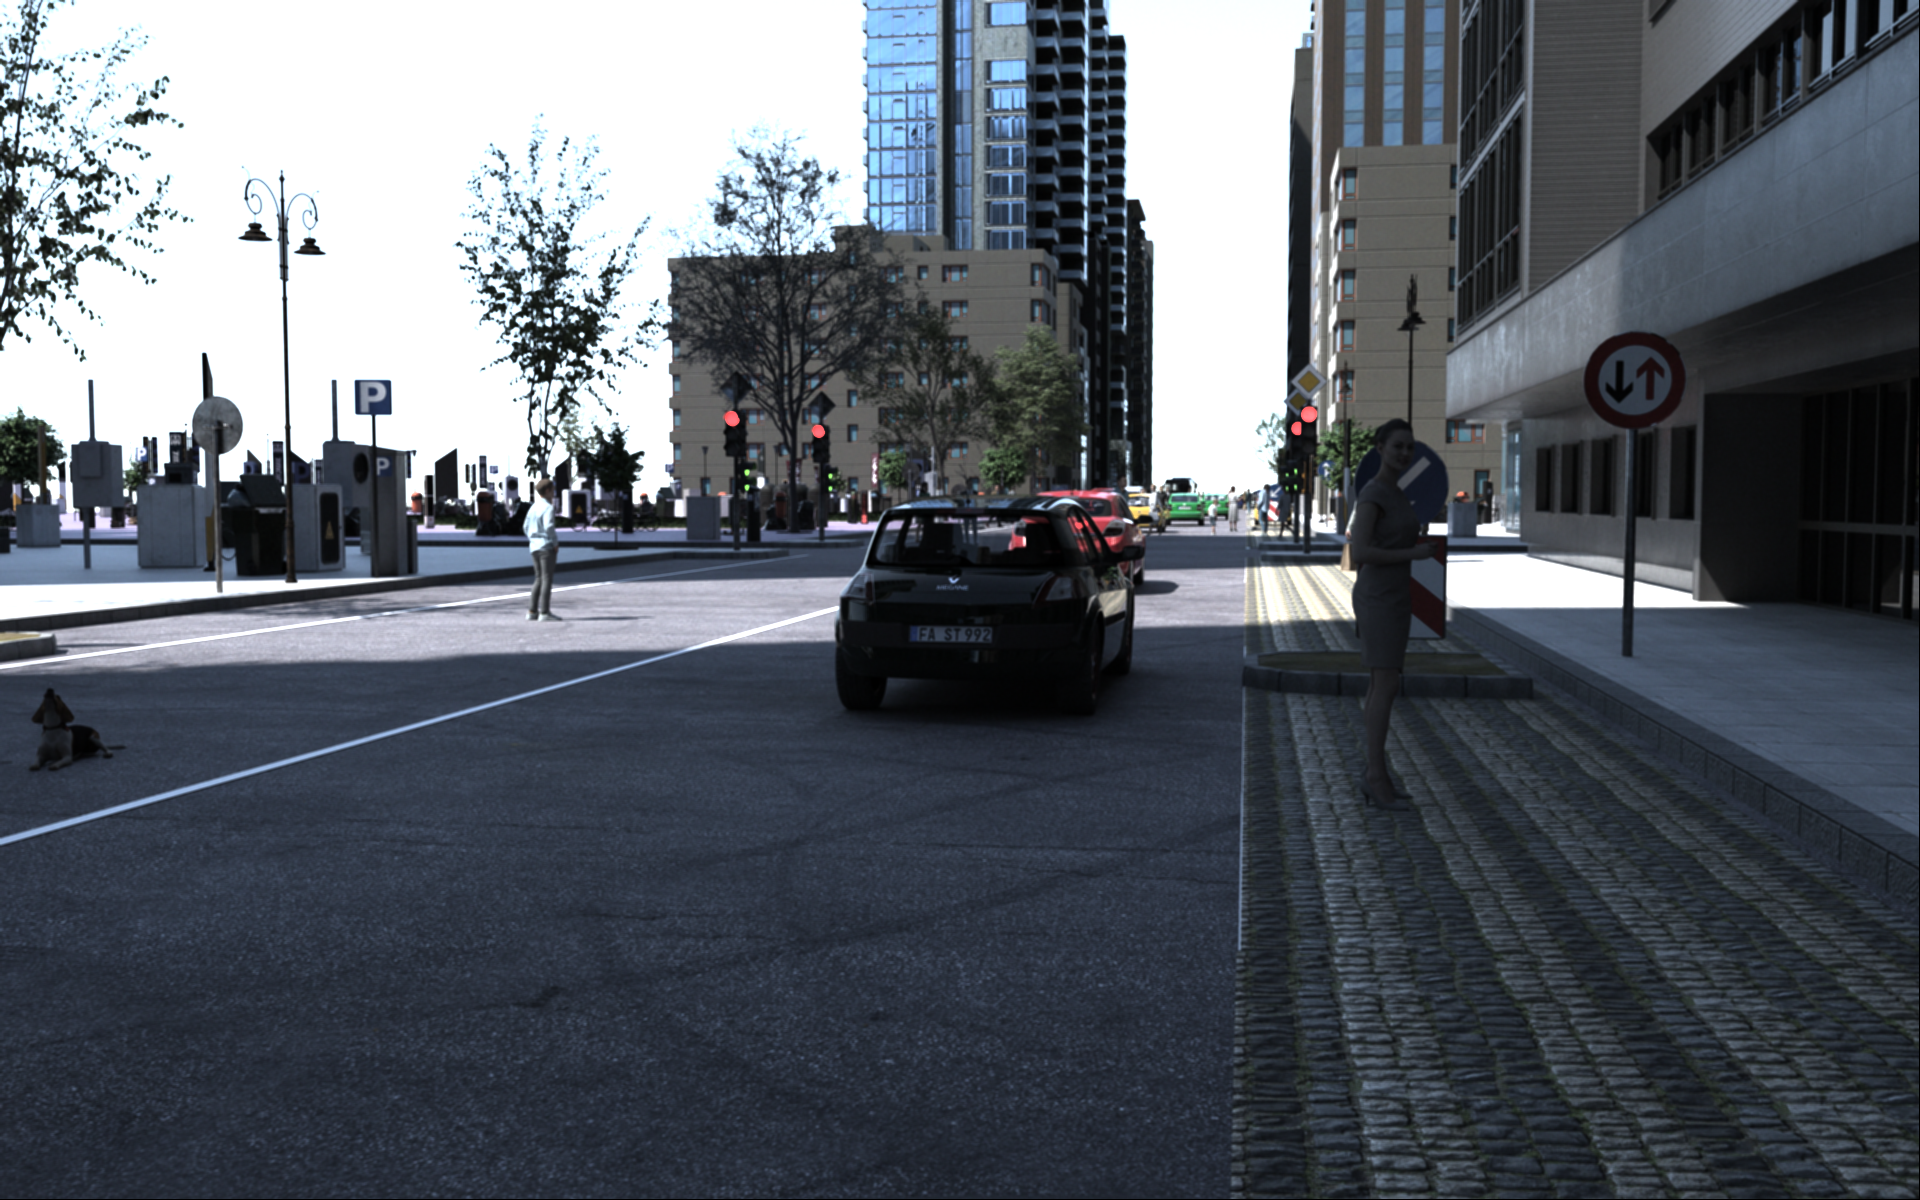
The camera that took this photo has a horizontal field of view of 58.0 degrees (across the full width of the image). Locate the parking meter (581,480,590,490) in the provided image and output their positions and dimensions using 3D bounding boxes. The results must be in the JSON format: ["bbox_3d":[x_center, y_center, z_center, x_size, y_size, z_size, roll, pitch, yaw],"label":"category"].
[{"bbox_3d":[-15.591,-4.059,72.073,0.399,1.863,0.255,-1,4,-14],"label":"parking meter"}]

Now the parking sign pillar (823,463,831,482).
[{"bbox_3d":[-8.625,-7.516,111.365,1.447,3.967,1.447,1,4,9],"label":"parking sign pillar"}]

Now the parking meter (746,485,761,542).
[{"bbox_3d":[-5.565,-2.340,46.665,0.372,1.533,0.369,0,3,0],"label":"parking meter"}]

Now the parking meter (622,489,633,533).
[{"bbox_3d":[-10.921,-2.964,56.869,0.372,1.533,0.369,0,3,0],"label":"parking meter"}]

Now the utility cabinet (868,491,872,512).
[{"bbox_3d":[-6.007,-6.583,116.317,0.318,1.500,1.173,-2,4,-27],"label":"utility cabinet"}]

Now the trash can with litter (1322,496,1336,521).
[{"bbox_3d":[18.251,-4.431,83.508,1.678,1.210,2.233,3,5,40],"label":"trash can with litter"}]

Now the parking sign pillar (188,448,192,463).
[{"bbox_3d":[-42.480,-6.503,94.792,1.447,3.967,1.447,-3,5,-40],"label":"parking sign pillar"}]

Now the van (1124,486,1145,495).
[{"bbox_3d":[9.140,-5.278,93.302,2.013,2.044,4.112,1,4,11],"label":"van"}]

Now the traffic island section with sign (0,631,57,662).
[{"bbox_3d":[-9.147,-0.398,15.127,1.989,1.847,2.006,1,4,9],"label":"traffic island section with sign"}]

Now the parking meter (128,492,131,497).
[{"bbox_3d":[-59.026,-7.190,123.269,0.255,1.863,0.399,-1,4,-17],"label":"parking meter"}]

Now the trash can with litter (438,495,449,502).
[{"bbox_3d":[-25.679,-4.671,87.422,2.233,1.210,1.678,-1,4,-11],"label":"trash can with litter"}]

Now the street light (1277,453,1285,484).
[{"bbox_3d":[30.584,-11.704,164.143,0.468,5.910,1.993,1,4,9],"label":"street light"}]

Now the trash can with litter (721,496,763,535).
[{"bbox_3d":[-7.110,-2.680,54.867,1.678,1.210,2.233,-1,4,-8],"label":"trash can with litter"}]

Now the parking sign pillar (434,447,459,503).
[{"bbox_3d":[-29.189,-6.727,98.460,1.447,3.967,1.447,-1,4,-13],"label":"parking sign pillar"}]

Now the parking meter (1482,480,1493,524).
[{"bbox_3d":[22.697,-4.208,74.515,0.399,1.863,0.255,-1,4,-21],"label":"parking meter"}]

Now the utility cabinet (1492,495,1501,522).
[{"bbox_3d":[25.031,-4.247,80.599,1.020,1.237,0.306,-3,5,-40],"label":"utility cabinet"}]

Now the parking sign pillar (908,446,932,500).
[{"bbox_3d":[-2.214,-6.582,96.093,1.447,3.967,1.447,1,4,15],"label":"parking sign pillar"}]

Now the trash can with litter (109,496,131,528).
[{"bbox_3d":[-31.954,-3.328,65.795,0.624,1.170,1.055,-1,4,-18],"label":"trash can with litter"}]

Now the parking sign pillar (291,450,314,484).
[{"bbox_3d":[-39.806,-7.104,104.618,1.447,3.967,1.447,3,4,38],"label":"parking sign pillar"}]

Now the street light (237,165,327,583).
[{"bbox_3d":[-9.649,-3.182,24.816,0.468,5.910,1.993,1,4,9],"label":"street light"}]

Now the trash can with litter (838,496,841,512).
[{"bbox_3d":[-6.149,-4.909,91.316,1.678,1.210,2.233,3,5,40],"label":"trash can with litter"}]

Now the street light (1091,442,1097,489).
[{"bbox_3d":[11.857,-11.087,154.055,0.468,5.910,1.993,1,4,9],"label":"street light"}]

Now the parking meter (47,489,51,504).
[{"bbox_3d":[-42.537,-4.420,80.681,0.372,1.533,0.369,0,3,0],"label":"parking meter"}]

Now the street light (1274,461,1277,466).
[{"bbox_3d":[35.542,-13.528,193.973,0.468,5.910,1.993,1,4,9],"label":"street light"}]

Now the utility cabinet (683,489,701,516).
[{"bbox_3d":[-11.162,-3.881,72.137,0.318,1.500,1.173,1,4,15],"label":"utility cabinet"}]

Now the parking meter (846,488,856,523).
[{"bbox_3d":[-4.788,-4.163,76.471,0.372,1.533,0.369,0,3,0],"label":"parking meter"}]

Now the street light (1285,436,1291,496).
[{"bbox_3d":[25.795,-9.932,135.170,0.468,5.910,1.993,1,4,9],"label":"street light"}]

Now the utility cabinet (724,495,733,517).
[{"bbox_3d":[-12.441,-5.052,93.761,1.020,1.237,0.306,0,4,-7],"label":"utility cabinet"}]

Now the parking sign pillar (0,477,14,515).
[{"bbox_3d":[-45.962,-5.778,82.950,1.447,3.967,1.447,0,4,6],"label":"parking sign pillar"}]

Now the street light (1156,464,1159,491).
[{"bbox_3d":[30.012,-17.769,263.305,0.468,5.910,1.993,1,4,9],"label":"street light"}]

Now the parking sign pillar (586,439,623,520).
[{"bbox_3d":[-16.247,-5.627,80.465,1.447,3.967,1.447,2,4,30],"label":"parking sign pillar"}]

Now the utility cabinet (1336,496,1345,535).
[{"bbox_3d":[12.123,-2.687,55.093,0.306,1.237,1.020,1,4,9],"label":"utility cabinet"}]

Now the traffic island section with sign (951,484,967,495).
[{"bbox_3d":[-0.049,-3.752,69.971,1.989,1.847,2.006,1,4,9],"label":"traffic island section with sign"}]

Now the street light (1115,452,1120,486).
[{"bbox_3d":[16.697,-12.879,183.351,0.468,5.910,1.993,1,4,9],"label":"street light"}]

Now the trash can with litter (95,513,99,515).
[{"bbox_3d":[-52.524,-5.717,104.525,1.678,1.210,2.233,-3,5,-39],"label":"trash can with litter"}]

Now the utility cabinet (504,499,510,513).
[{"bbox_3d":[-29.500,-6.368,112.798,0.318,1.500,1.173,-1,4,-18],"label":"utility cabinet"}]

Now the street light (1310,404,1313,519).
[{"bbox_3d":[18.138,-7.130,89.364,0.468,5.910,1.993,1,4,9],"label":"street light"}]

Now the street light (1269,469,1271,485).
[{"bbox_3d":[39.461,-14.975,217.632,0.468,5.910,1.993,1,4,9],"label":"street light"}]

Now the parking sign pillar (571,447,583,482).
[{"bbox_3d":[-21.211,-6.811,99.830,1.447,3.967,1.447,3,5,41],"label":"parking sign pillar"}]

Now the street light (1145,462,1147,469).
[{"bbox_3d":[25.158,-15.997,234.342,0.468,5.910,1.993,1,4,9],"label":"street light"}]

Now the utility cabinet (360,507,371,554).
[{"bbox_3d":[-12.336,-1.703,36.524,0.318,1.500,1.173,-3,4,-36],"label":"utility cabinet"}]

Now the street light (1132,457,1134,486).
[{"bbox_3d":[20.467,-14.224,205.352,0.468,5.910,1.993,1,4,9],"label":"street light"}]

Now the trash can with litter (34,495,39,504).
[{"bbox_3d":[-59.386,-6.022,109.517,2.233,1.210,1.678,1,4,9],"label":"trash can with litter"}]

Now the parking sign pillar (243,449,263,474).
[{"bbox_3d":[-41.844,-6.975,102.506,1.447,3.967,1.447,2,4,33],"label":"parking sign pillar"}]

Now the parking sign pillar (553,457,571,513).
[{"bbox_3d":[-27.424,-8.013,119.483,1.447,3.967,1.447,-3,5,-45],"label":"parking sign pillar"}]

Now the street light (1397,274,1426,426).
[{"bbox_3d":[9.508,-3.903,36.597,0.468,5.910,1.993,1,4,9],"label":"street light"}]

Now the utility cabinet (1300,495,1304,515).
[{"bbox_3d":[20.960,-5.802,106.028,1.020,1.237,0.306,1,4,14],"label":"utility cabinet"}]

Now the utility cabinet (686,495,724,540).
[{"bbox_3d":[-7.168,-2.279,48.421,1.020,1.237,0.306,2,4,32],"label":"utility cabinet"}]

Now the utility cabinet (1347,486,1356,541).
[{"bbox_3d":[10.698,-2.329,46.751,0.318,1.500,1.173,1,4,21],"label":"utility cabinet"}]

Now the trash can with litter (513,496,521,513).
[{"bbox_3d":[-28.167,-6.029,109.960,0.624,1.170,1.055,-1,4,-16],"label":"trash can with litter"}]

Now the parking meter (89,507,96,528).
[{"bbox_3d":[-32.654,-3.459,64.966,0.372,1.533,0.369,0,3,0],"label":"parking meter"}]

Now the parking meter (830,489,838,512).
[{"bbox_3d":[-6.231,-4.730,85.750,0.372,1.533,0.369,0,3,0],"label":"parking meter"}]

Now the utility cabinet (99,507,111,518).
[{"bbox_3d":[-46.632,-5.097,94.496,0.306,1.237,1.020,0,4,-5],"label":"utility cabinet"}]

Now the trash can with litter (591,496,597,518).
[{"bbox_3d":[-19.533,-4.843,90.571,0.624,1.170,1.055,3,4,38],"label":"trash can with litter"}]

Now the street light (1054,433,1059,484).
[{"bbox_3d":[6.818,-9.249,124.009,0.468,5.910,1.993,1,4,9],"label":"street light"}]

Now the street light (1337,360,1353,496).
[{"bbox_3d":[13.275,-5.322,59.795,0.468,5.910,1.993,1,4,9],"label":"street light"}]
